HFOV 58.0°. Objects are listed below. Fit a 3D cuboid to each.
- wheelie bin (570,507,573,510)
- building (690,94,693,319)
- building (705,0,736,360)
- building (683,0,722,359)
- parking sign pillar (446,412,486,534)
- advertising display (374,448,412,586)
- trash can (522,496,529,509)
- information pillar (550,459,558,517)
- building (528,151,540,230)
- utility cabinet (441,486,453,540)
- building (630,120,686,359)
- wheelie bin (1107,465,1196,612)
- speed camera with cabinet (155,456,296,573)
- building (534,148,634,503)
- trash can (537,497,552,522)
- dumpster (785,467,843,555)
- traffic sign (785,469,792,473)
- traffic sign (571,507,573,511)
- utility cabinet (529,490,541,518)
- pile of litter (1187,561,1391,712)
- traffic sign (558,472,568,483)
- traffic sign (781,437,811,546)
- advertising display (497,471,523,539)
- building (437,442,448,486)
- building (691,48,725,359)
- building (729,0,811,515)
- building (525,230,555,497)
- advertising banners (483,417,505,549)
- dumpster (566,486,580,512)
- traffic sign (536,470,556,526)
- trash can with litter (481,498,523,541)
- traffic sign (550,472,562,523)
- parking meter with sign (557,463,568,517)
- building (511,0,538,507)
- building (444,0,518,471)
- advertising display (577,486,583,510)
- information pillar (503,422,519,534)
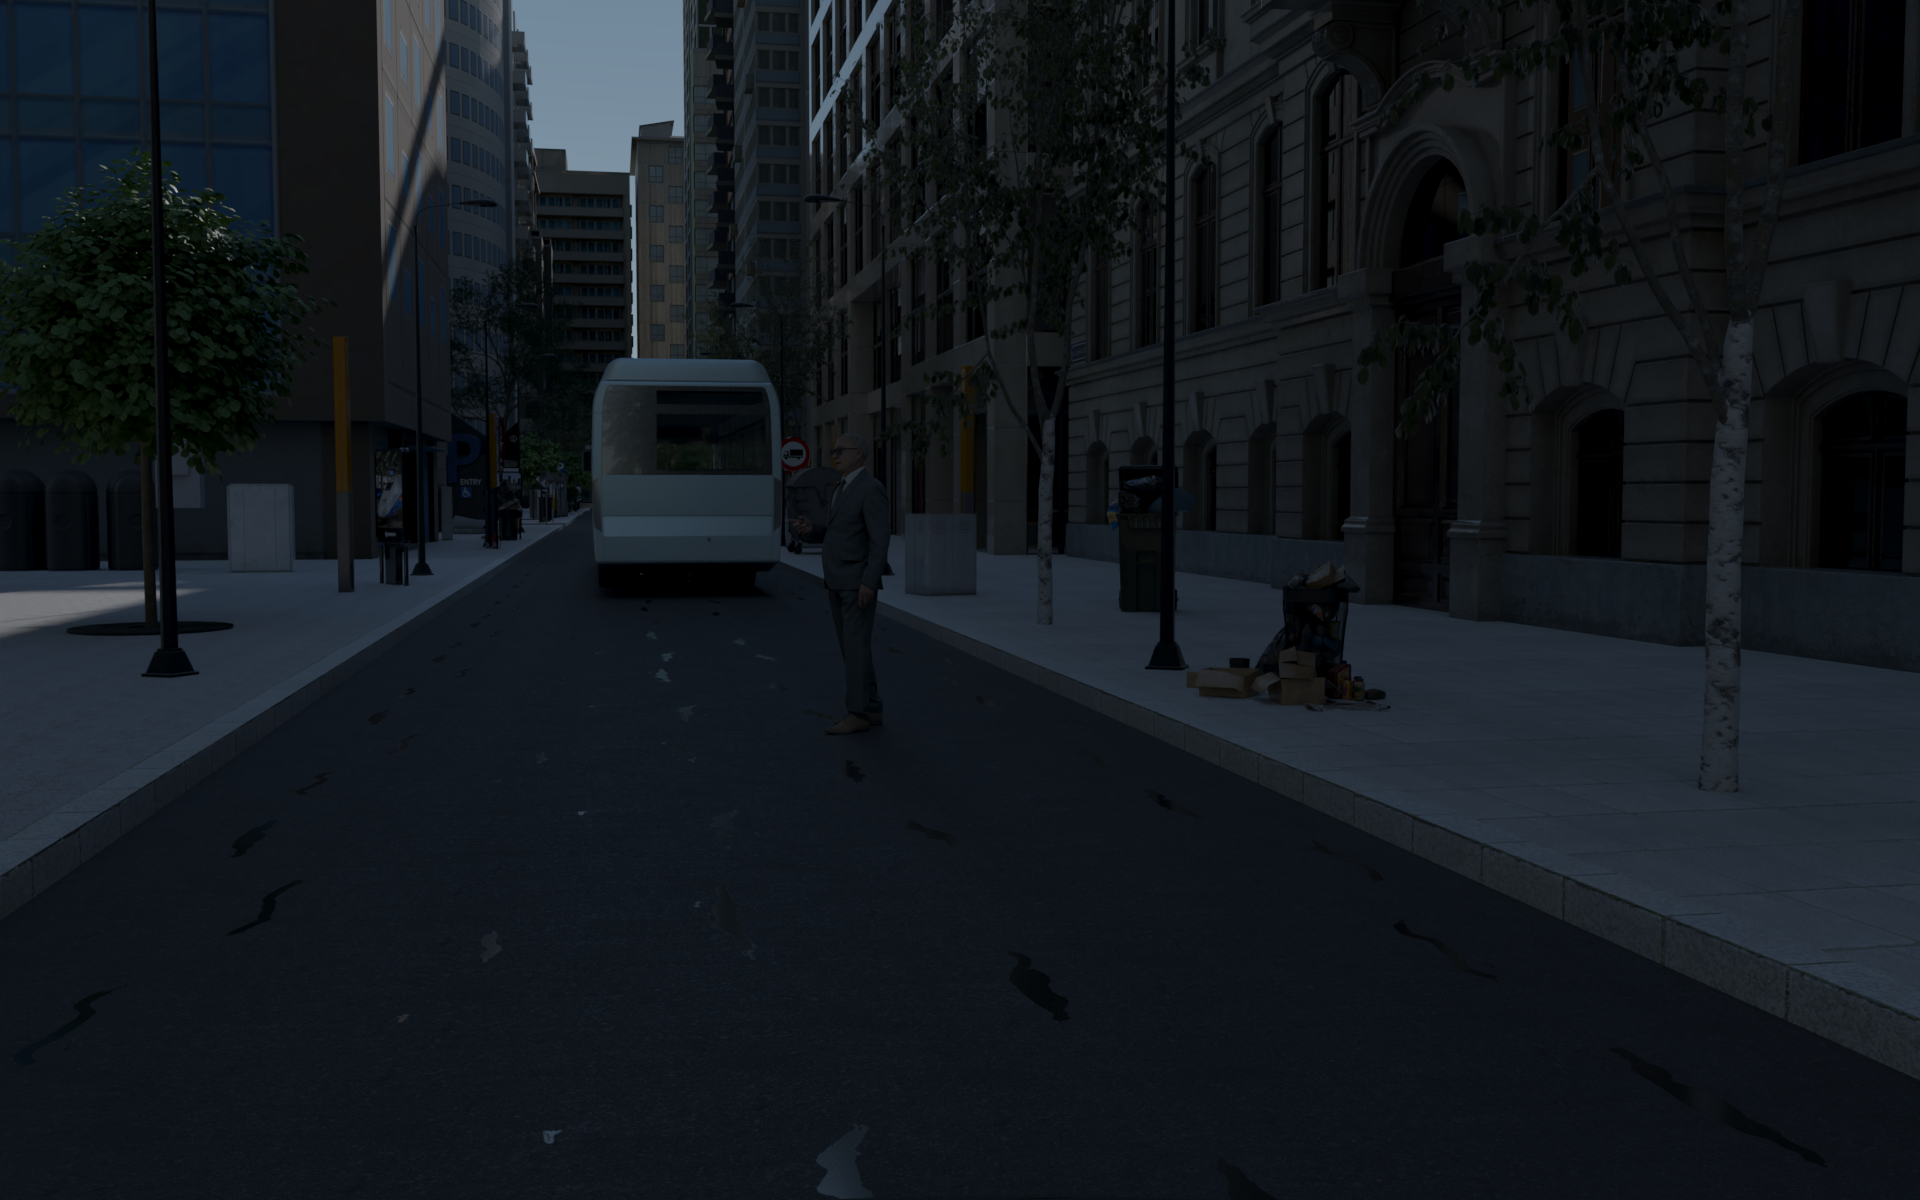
[{"bbox_3d":[-31.606,-8.127,140.787,0.980,1.594,0.693,-2,4,-32],"label":"wheelie bin"},{"bbox_3d":[-20.256,-32.300,178.208,14.600,45.320,14.200,-1,4,-11],"label":"building"},{"bbox_3d":[-8.310,-29.392,135.191,22.147,44.769,28.867,-1,4,-11],"label":"building"},{"bbox_3d":[-25.737,-47.546,215.622,20.563,71.187,20.611,-1,4,-11],"label":"building"},{"bbox_3d":[-15.841,-4.116,55.768,1.447,3.967,1.447,0,4,5],"label":"parking sign pillar"},{"bbox_3d":[-8.021,-1.179,24.496,0.123,1.923,0.974,-3,5,-41],"label":"advertising display"},{"bbox_3d":[-37.733,-8.488,150.429,0.748,1.137,0.748,0,3,0],"label":"trash can"},{"bbox_3d":[-22.885,-6.499,97.612,0.183,3.616,0.504,3,5,44],"label":"information pillar"},{"bbox_3d":[-63.686,-33.847,208.023,28.867,44.769,22.147,-1,4,-11],"label":"building"},{"bbox_3d":[-14.350,-2.434,48.474,0.318,1.500,1.173,-1,4,-17],"label":"utility cabinet"},{"bbox_3d":[-34.028,-40.647,253.813,27.495,52.752,28.713,-1,4,-11],"label":"building"},{"bbox_3d":[2.086,-0.676,18.966,0.980,1.594,0.693,1,4,10],"label":"wheelie bin"},{"bbox_3d":[-12.004,-2.078,28.311,2.038,3.252,0.660,-1,4,-16],"label":"speed camera with cabinet"},{"bbox_3d":[-57.363,-38.029,245.467,21.600,48.544,21.300,-1,4,-11],"label":"building"},{"bbox_3d":[-19.312,-4.223,80.703,0.748,1.137,0.748,0,3,0],"label":"trash can"},{"bbox_3d":[-3.064,-1.932,37.350,1.264,1.857,1.865,-1,4,-11],"label":"dumpster"},{"bbox_3d":[-4.646,-2.684,43.883,0.884,2.594,0.081,-1,4,-10],"label":"traffic sign"},{"bbox_3d":[-29.358,-8.003,130.951,0.768,2.556,0.104,-1,4,-10],"label":"traffic sign"},{"bbox_3d":[-22.403,-5.062,91.447,0.318,1.500,1.173,-2,4,-33],"label":"utility cabinet"},{"bbox_3d":[2.062,0.182,10.982,1.176,0.858,1.719,0,4,-5],"label":"pile of litter"},{"bbox_3d":[-23.216,-6.162,100.853,0.768,2.556,0.104,0,4,-2],"label":"traffic sign"},{"bbox_3d":[-3.701,-2.349,38.512,0.768,2.556,0.104,-1,4,-9],"label":"traffic sign"},{"bbox_3d":[-12.811,-2.665,48.787,0.974,1.923,0.123,-3,4,-36],"label":"advertising display"},{"bbox_3d":[-34.996,-39.607,85.824,20.563,71.187,20.611,-1,4,-11],"label":"building"},{"bbox_3d":[-18.292,-29.379,163.938,14.154,41.232,14.086,-1,4,-11],"label":"building"},{"bbox_3d":[-0.865,-25.043,101.342,23.993,40.220,32.217,-1,4,-11],"label":"building"},{"bbox_3d":[-51.110,-25.372,186.526,14.160,30.474,14.107,-1,4,-11],"label":"building"},{"bbox_3d":[-10.904,-2.713,40.541,0.090,3.025,2.074,-2,4,-28],"label":"advertising banners"},{"bbox_3d":[-28.750,-7.634,127.305,1.502,2.255,1.985,-1,4,-11],"label":"dumpster"},{"bbox_3d":[-16.764,-4.071,70.204,0.795,2.450,0.064,-1,4,-11],"label":"traffic sign"},{"bbox_3d":[-12.596,-2.217,47.628,1.055,1.170,0.624,-3,5,-42],"label":"trash can with litter"},{"bbox_3d":[-18.335,-4.550,78.033,0.795,2.450,0.064,-1,4,-11],"label":"traffic sign"},{"bbox_3d":[-22.151,-6.128,96.451,0.543,3.016,1.738,0,4,-6],"label":"parking meter with sign"},{"bbox_3d":[-51.720,-33.233,162.974,23.786,49.044,30.456,-1,4,-11],"label":"building"},{"bbox_3d":[-42.242,-35.280,118.826,21.231,58.520,28.212,-1,4,-11],"label":"building"},{"bbox_3d":[-30.826,-8.221,139.630,0.974,1.923,0.123,2,4,28],"label":"advertising display"},{"bbox_3d":[-14.493,-3.952,55.974,0.504,3.616,0.183,-1,4,-23],"label":"information pillar"}]
